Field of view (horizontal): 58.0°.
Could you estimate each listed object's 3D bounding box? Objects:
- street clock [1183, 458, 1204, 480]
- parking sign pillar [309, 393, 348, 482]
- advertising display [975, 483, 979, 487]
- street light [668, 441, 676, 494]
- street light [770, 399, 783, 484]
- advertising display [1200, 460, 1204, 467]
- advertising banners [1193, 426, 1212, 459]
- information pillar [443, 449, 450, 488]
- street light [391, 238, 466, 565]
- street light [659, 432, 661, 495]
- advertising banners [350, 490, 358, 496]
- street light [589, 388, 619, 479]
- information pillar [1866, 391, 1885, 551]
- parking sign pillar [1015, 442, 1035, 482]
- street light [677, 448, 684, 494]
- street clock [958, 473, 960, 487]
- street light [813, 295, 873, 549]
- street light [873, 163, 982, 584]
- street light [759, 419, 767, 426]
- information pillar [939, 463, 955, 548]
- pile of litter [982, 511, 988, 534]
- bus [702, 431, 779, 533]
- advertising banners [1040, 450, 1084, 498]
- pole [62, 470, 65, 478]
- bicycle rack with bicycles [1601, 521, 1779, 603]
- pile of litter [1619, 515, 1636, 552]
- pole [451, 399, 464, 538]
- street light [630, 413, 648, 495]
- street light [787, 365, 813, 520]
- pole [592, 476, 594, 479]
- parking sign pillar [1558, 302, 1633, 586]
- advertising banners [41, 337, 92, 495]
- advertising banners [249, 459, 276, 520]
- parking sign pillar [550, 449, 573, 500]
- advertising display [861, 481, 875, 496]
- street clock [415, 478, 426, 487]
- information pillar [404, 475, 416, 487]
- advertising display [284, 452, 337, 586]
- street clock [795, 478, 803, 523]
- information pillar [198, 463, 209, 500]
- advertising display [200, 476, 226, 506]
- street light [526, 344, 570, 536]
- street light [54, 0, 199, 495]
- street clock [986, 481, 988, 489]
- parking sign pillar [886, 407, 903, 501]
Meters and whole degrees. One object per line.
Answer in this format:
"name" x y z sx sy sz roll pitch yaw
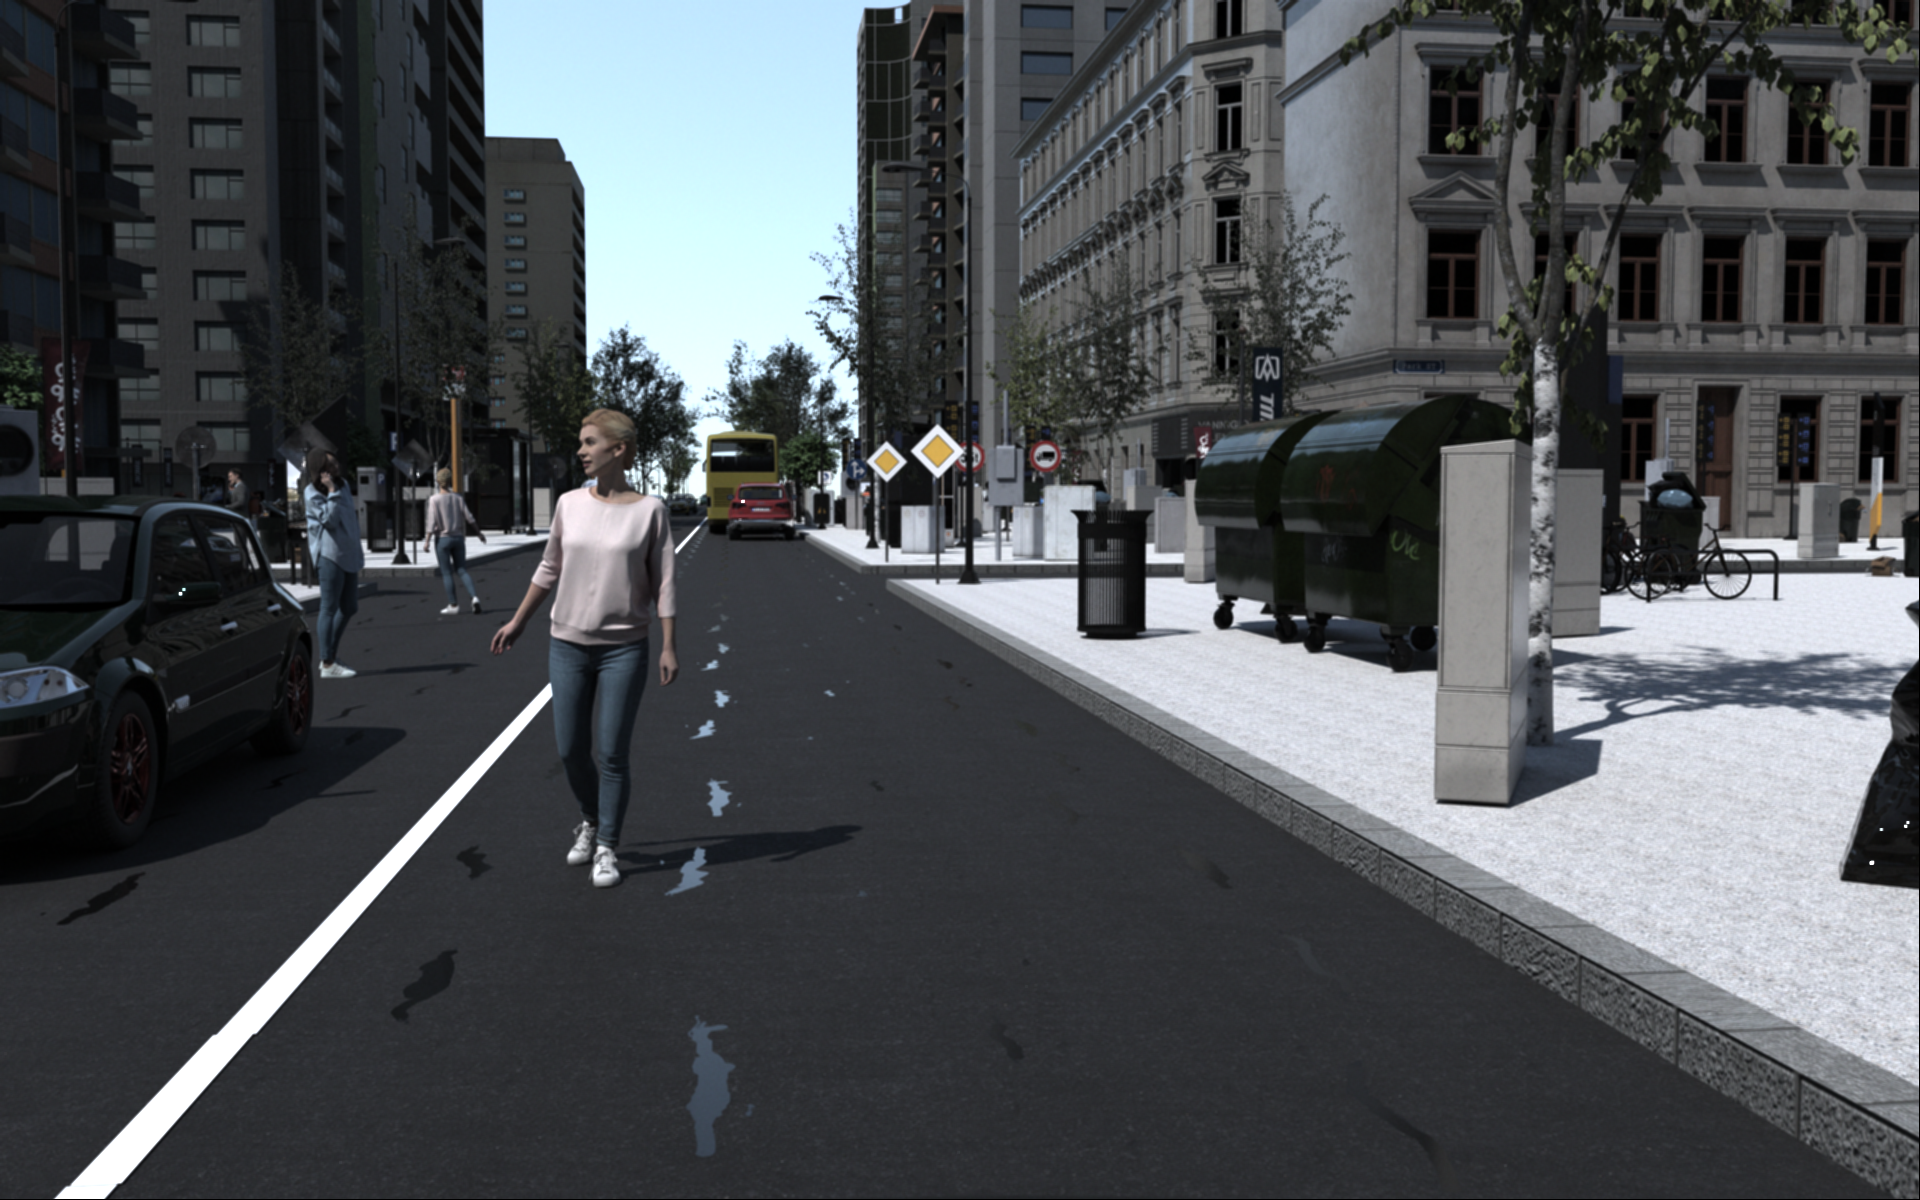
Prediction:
"street clock" 4.707 -1.836 34.596 0.471 2.002 0.358 3 5 43
"parking sign pillar" -16.850 -3.509 45.837 1.447 3.967 1.447 2 4 27
"advertising display" 0.599 -5.593 96.659 0.974 1.923 0.123 0 4 2
"street light" -25.819 -10.965 151.811 1.470 5.913 1.316 0 4 -8
"street light" -8.549 -6.862 84.736 1.470 5.913 1.316 0 4 -8
"advertising display" 4.881 -1.710 33.170 0.123 1.923 0.974 3 4 38
"advertising banners" 6.911 -2.937 44.213 2.074 3.025 0.090 2 4 30
"information pillar" -25.517 -5.796 86.112 0.504 3.616 0.183 3 5 45
"street light" -9.671 -3.609 31.540 1.470 5.913 1.316 0 4 -8
"street light" -22.809 -9.583 129.224 1.470 5.913 1.316 0 4 -8
"advertising banners" -22.170 -4.093 63.112 2.074 3.025 0.090 -2 4 -29
"street light" -15.686 -6.337 76.152 1.470 5.913 1.316 0 4 -8
"information pillar" 20.784 -2.929 39.251 0.183 3.616 0.504 1 4 10
"parking sign pillar" 3.526 -6.202 89.875 1.447 3.967 1.447 -1 4 -17
"street light" -28.749 -12.311 173.820 1.470 5.913 1.316 0 4 -8
"street clock" -0.136 -3.362 59.538 0.358 2.002 0.471 -1 4 -15
"street light" -2.604 -4.166 40.647 1.470 5.913 1.316 0 4 -8
"street light" -0.404 -3.181 24.544 1.470 5.913 1.316 0 4 -8
"street light" -11.512 -8.221 106.952 1.470 5.913 1.316 0 4 -8
"information pillar" -0.320 -2.231 40.971 0.304 2.012 0.304 -1 4 -18
"pile of litter" 0.307 -2.613 56.684 1.176 0.858 1.719 0 4 -4
"bus" -8.454 -4.585 66.512 2.896 3.916 12.252 -1 4 -8
"advertising banners" 3.930 -4.395 68.052 2.074 3.025 0.090 -1 4 -21
"pole" -15.915 -2.264 30.861 0.158 3.312 0.155 0 3 0
"bicycle rack with bicycles" 8.591 -0.503 21.604 2.925 0.926 2.852 -1 4 -13
"pile of litter" 14.410 -1.514 38.724 1.719 0.858 1.176 -2 4 -24
"pole" -10.783 -2.649 37.158 0.158 3.312 0.155 0 3 0
"street light" -18.883 -7.771 99.598 1.470 5.913 1.316 0 4 -8
"street light" -5.544 -5.512 62.655 1.470 5.913 1.316 0 4 -8
"pole" -21.795 -6.669 102.873 0.158 3.312 0.155 0 3 0
"parking sign pillar" 8.869 -2.217 24.718 1.447 3.967 1.447 -1 4 -14
"advertising banners" -10.582 -1.394 18.984 2.074 3.025 0.090 -3 5 -43
"advertising banners" -34.746 -5.488 85.910 2.074 3.025 0.090 1 4 17
"parking sign pillar" -23.821 -7.040 103.576 1.447 3.967 1.447 -3 5 -43
"advertising display" -4.612 -5.065 88.031 0.974 1.923 0.123 1 4 13
"street clock" -24.328 -4.500 78.147 0.471 2.002 0.358 -2 4 -26
"information pillar" -20.798 -3.728 65.446 0.304 2.012 0.304 -3 4 -38
"advertising display" -9.082 -1.164 24.253 0.974 1.923 0.123 2 4 32
"street clock" -7.121 -4.405 76.599 0.358 2.002 0.471 0 4 8
"information pillar" -35.627 -5.522 81.645 0.504 3.616 0.183 -2 4 -30
"advertising display" -27.373 -3.563 63.475 0.974 1.923 0.123 1 4 12
"street light" -12.725 -4.954 53.533 1.470 5.913 1.316 0 4 -8
"street light" -7.659 -2.654 15.941 1.470 5.913 1.316 0 4 -8
"street clock" 1.647 -5.532 95.022 0.471 2.002 0.358 3 5 41
"parking sign pillar" -1.949 -3.829 51.077 1.447 3.967 1.447 0 3 0
